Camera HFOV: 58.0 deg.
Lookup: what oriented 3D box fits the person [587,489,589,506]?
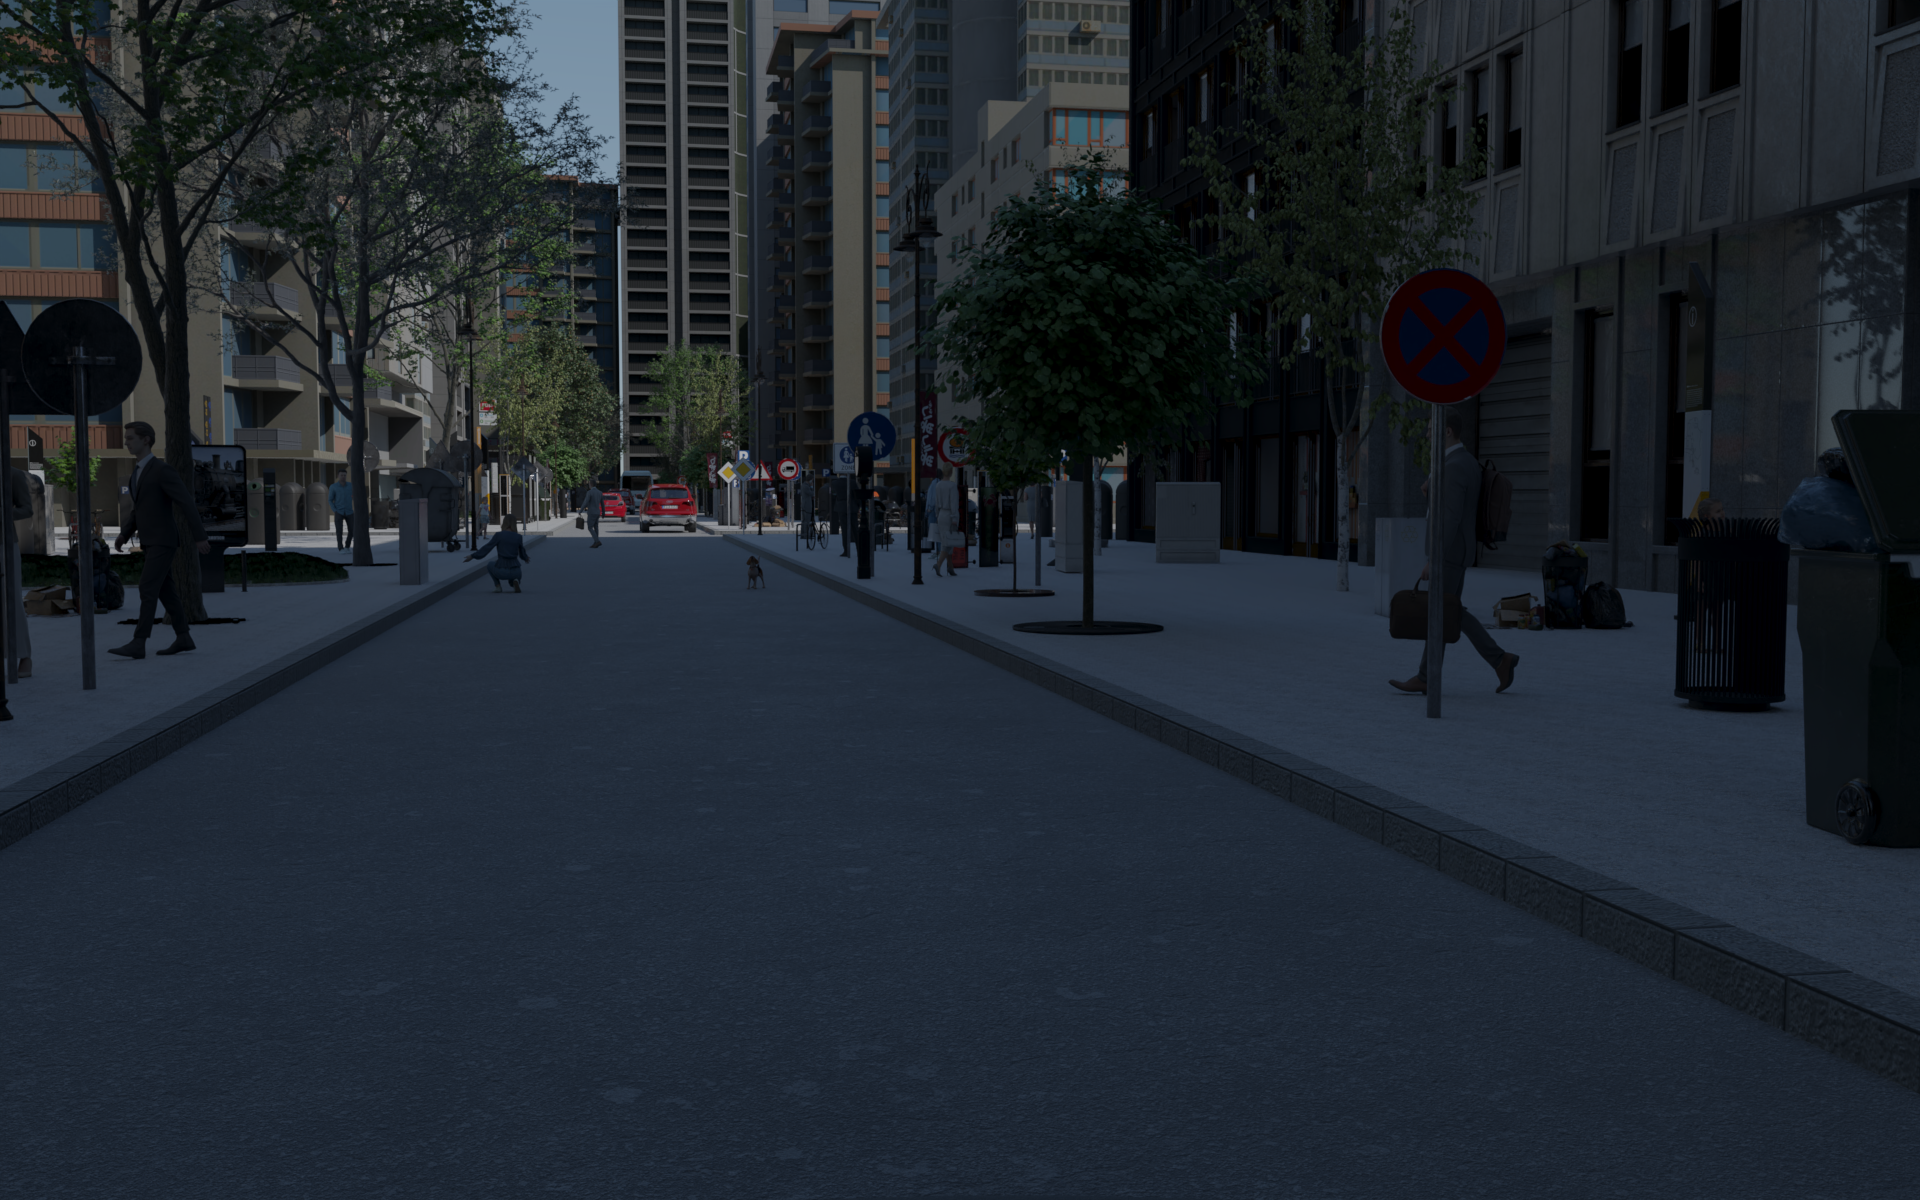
[{"bbox_3d":[-36.221,-9.930,168.475,0.705,1.814,1.350,2,4,35],"label":"person"}]

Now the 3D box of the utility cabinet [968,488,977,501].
[{"bbox_3d":[0.814,-3.525,66.316,1.173,1.500,0.318,-1,4,-14],"label":"utility cabinet"}]

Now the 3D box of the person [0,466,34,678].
[{"bbox_3d":[-6.778,-0.337,12.095,0.519,1.759,0.362,0,4,3],"label":"person"}]

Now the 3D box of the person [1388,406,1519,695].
[{"bbox_3d":[3.146,-0.304,10.981,0.822,1.834,0.622,1,4,12],"label":"person"}]

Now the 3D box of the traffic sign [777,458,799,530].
[{"bbox_3d":[-6.108,-3.766,61.681,0.768,2.556,0.104,0,4,-1],"label":"traffic sign"}]

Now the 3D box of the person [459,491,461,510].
[{"bbox_3d":[-33.144,-6.682,115.250,0.622,1.834,0.822,2,4,27],"label":"person"}]

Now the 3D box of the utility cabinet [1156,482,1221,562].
[{"bbox_3d":[4.231,-1.436,32.153,1.173,1.500,0.318,0,4,4],"label":"utility cabinet"}]

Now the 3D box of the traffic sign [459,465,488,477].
[{"bbox_3d":[-14.952,-3.255,53.219,0.884,2.594,0.081,0,4,-4],"label":"traffic sign"}]

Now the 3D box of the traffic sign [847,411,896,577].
[{"bbox_3d":[-1.370,-1.635,26.834,0.768,2.556,0.104,0,4,-6],"label":"traffic sign"}]

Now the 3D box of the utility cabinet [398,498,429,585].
[{"bbox_3d":[-7.851,-0.838,24.869,0.306,1.237,1.020,-1,4,-11],"label":"utility cabinet"}]

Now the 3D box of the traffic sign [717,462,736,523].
[{"bbox_3d":[-8.261,-3.657,61.987,0.795,2.593,0.064,-1,4,-11],"label":"traffic sign"}]

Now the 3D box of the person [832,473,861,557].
[{"bbox_3d":[-2.317,-1.841,35.506,0.648,1.900,0.474,-1,4,-10],"label":"person"}]

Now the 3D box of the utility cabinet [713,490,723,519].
[{"bbox_3d":[-11.690,-4.744,86.245,1.173,1.500,0.318,-1,4,-12],"label":"utility cabinet"}]

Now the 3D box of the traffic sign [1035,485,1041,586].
[{"bbox_3d":[1.094,-1.472,24.172,0.768,2.556,0.104,0,4,-3],"label":"traffic sign"}]

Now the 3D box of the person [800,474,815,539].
[{"bbox_3d":[-4.312,-2.655,49.254,0.447,1.846,0.655,-2,4,-24],"label":"person"}]

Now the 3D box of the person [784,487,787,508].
[{"bbox_3d":[-12.262,-7.070,122.064,0.576,1.772,0.534,3,5,40],"label":"person"}]

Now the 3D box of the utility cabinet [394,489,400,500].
[{"bbox_3d":[-24.338,-4.109,75.867,0.318,1.500,1.173,1,4,13],"label":"utility cabinet"}]

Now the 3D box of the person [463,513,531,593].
[{"bbox_3d":[-6.715,-0.688,25.240,1.012,1.151,0.738,-2,4,-23],"label":"person"}]

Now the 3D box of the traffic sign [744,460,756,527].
[{"bbox_3d":[-8.007,-3.948,64.659,0.768,2.556,0.104,0,4,-6],"label":"traffic sign"}]

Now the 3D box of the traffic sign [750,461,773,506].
[{"bbox_3d":[-7.595,-4.043,66.115,0.884,2.594,0.081,0,4,-6],"label":"traffic sign"}]

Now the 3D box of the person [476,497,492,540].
[{"bbox_3d":[-13.456,-2.319,48.969,0.382,1.210,0.505,1,4,23],"label":"person"}]

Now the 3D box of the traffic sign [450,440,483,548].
[{"bbox_3d":[-11.657,-2.496,40.910,0.768,2.556,0.104,0,4,-2],"label":"traffic sign"}]

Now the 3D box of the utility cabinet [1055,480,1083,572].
[{"bbox_3d":[1.808,-1.213,28.511,0.318,1.500,1.173,0,4,-5],"label":"utility cabinet"}]

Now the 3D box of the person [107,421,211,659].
[{"bbox_3d":[-6.378,-0.476,13.598,0.659,1.850,0.755,3,5,41],"label":"person"}]

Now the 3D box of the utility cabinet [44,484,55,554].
[{"bbox_3d":[-19.453,-1.721,36.811,0.318,1.500,1.173,-1,4,-23],"label":"utility cabinet"}]

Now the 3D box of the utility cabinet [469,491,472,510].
[{"bbox_3d":[-33.093,-6.694,118.132,0.318,1.500,1.173,1,4,11],"label":"utility cabinet"}]

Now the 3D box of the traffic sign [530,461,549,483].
[{"bbox_3d":[-14.839,-3.581,60.746,0.795,2.593,0.064,-1,4,-11],"label":"traffic sign"}]

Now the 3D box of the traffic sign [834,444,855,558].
[{"bbox_3d":[-2.219,-1.983,34.544,0.606,2.300,0.079,0,4,-1],"label":"traffic sign"}]

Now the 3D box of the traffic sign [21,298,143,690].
[{"bbox_3d":[-5.723,-0.685,11.308,0.768,2.556,0.104,0,4,-3],"label":"traffic sign"}]

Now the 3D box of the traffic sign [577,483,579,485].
[{"bbox_3d":[-27.641,-7.578,124.007,0.768,2.556,0.104,0,4,-5],"label":"traffic sign"}]

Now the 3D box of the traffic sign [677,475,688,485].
[{"bbox_3d":[-19.035,-7.265,118.885,0.768,2.556,0.104,-1,4,-10],"label":"traffic sign"}]

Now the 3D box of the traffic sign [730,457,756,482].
[{"bbox_3d":[-6.750,-3.178,54.146,0.795,2.593,0.064,-1,4,-11],"label":"traffic sign"}]

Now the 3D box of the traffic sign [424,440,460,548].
[{"bbox_3d":[-12.368,-2.527,41.324,0.884,2.594,0.081,0,4,-2],"label":"traffic sign"}]

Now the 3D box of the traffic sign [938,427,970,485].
[{"bbox_3d":[-0.059,-2.018,33.098,0.768,2.556,0.104,0,4,-5],"label":"traffic sign"}]

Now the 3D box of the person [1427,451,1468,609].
[{"bbox_3d":[5.251,-0.807,19.117,0.818,1.842,0.514,0,4,-8],"label":"person"}]

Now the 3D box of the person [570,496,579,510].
[{"bbox_3d":[-31.445,-8.276,142.172,1.217,1.723,0.721,-1,4,-17],"label":"person"}]

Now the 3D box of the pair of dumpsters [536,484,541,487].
[{"bbox_3d":[-25.691,-6.170,103.378,1.574,2.255,4.437,-1,4,-11],"label":"pair of dumpsters"}]

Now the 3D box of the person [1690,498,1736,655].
[{"bbox_3d":[6.066,-0.194,13.889,0.362,1.253,0.373,0,4,1],"label":"person"}]

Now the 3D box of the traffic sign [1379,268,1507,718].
[{"bbox_3d":[2.721,-0.597,9.866,0.768,2.556,0.104,-1,4,-10],"label":"traffic sign"}]

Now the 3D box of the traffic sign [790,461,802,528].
[{"bbox_3d":[-6.340,-4.004,65.579,0.768,2.556,0.104,0,4,-3],"label":"traffic sign"}]

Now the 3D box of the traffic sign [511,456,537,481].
[{"bbox_3d":[-13.328,-3.102,52.904,0.795,2.593,0.064,-1,4,-11],"label":"traffic sign"}]

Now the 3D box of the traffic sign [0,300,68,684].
[{"bbox_3d":[-6.417,-0.713,11.659,0.884,2.594,0.081,0,4,-3],"label":"traffic sign"}]

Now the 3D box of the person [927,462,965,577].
[{"bbox_3d":[-0.241,-1.256,26.938,0.624,1.780,0.694,-2,4,-31],"label":"person"}]

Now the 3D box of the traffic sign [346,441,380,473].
[{"bbox_3d":[-14.216,-2.518,41.280,0.768,2.556,0.104,-1,4,-9],"label":"traffic sign"}]

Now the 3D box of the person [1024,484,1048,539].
[{"bbox_3d":[2.161,-2.639,49.553,0.716,1.782,0.532,-1,4,-10],"label":"person"}]

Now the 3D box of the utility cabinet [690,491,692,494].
[{"bbox_3d":[-19.872,-7.178,126.045,0.318,1.500,1.173,-2,4,-30],"label":"utility cabinet"}]

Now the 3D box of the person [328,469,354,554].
[{"bbox_3d":[-13.208,-1.901,37.147,0.660,1.820,0.620,-3,4,-39],"label":"person"}]

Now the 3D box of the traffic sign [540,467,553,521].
[{"bbox_3d":[-19.529,-4.980,81.525,0.768,2.556,0.104,0,4,-8],"label":"traffic sign"}]

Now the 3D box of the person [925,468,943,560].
[{"bbox_3d":[-0.454,-1.697,34.061,0.793,1.790,0.793,-2,4,-24],"label":"person"}]
